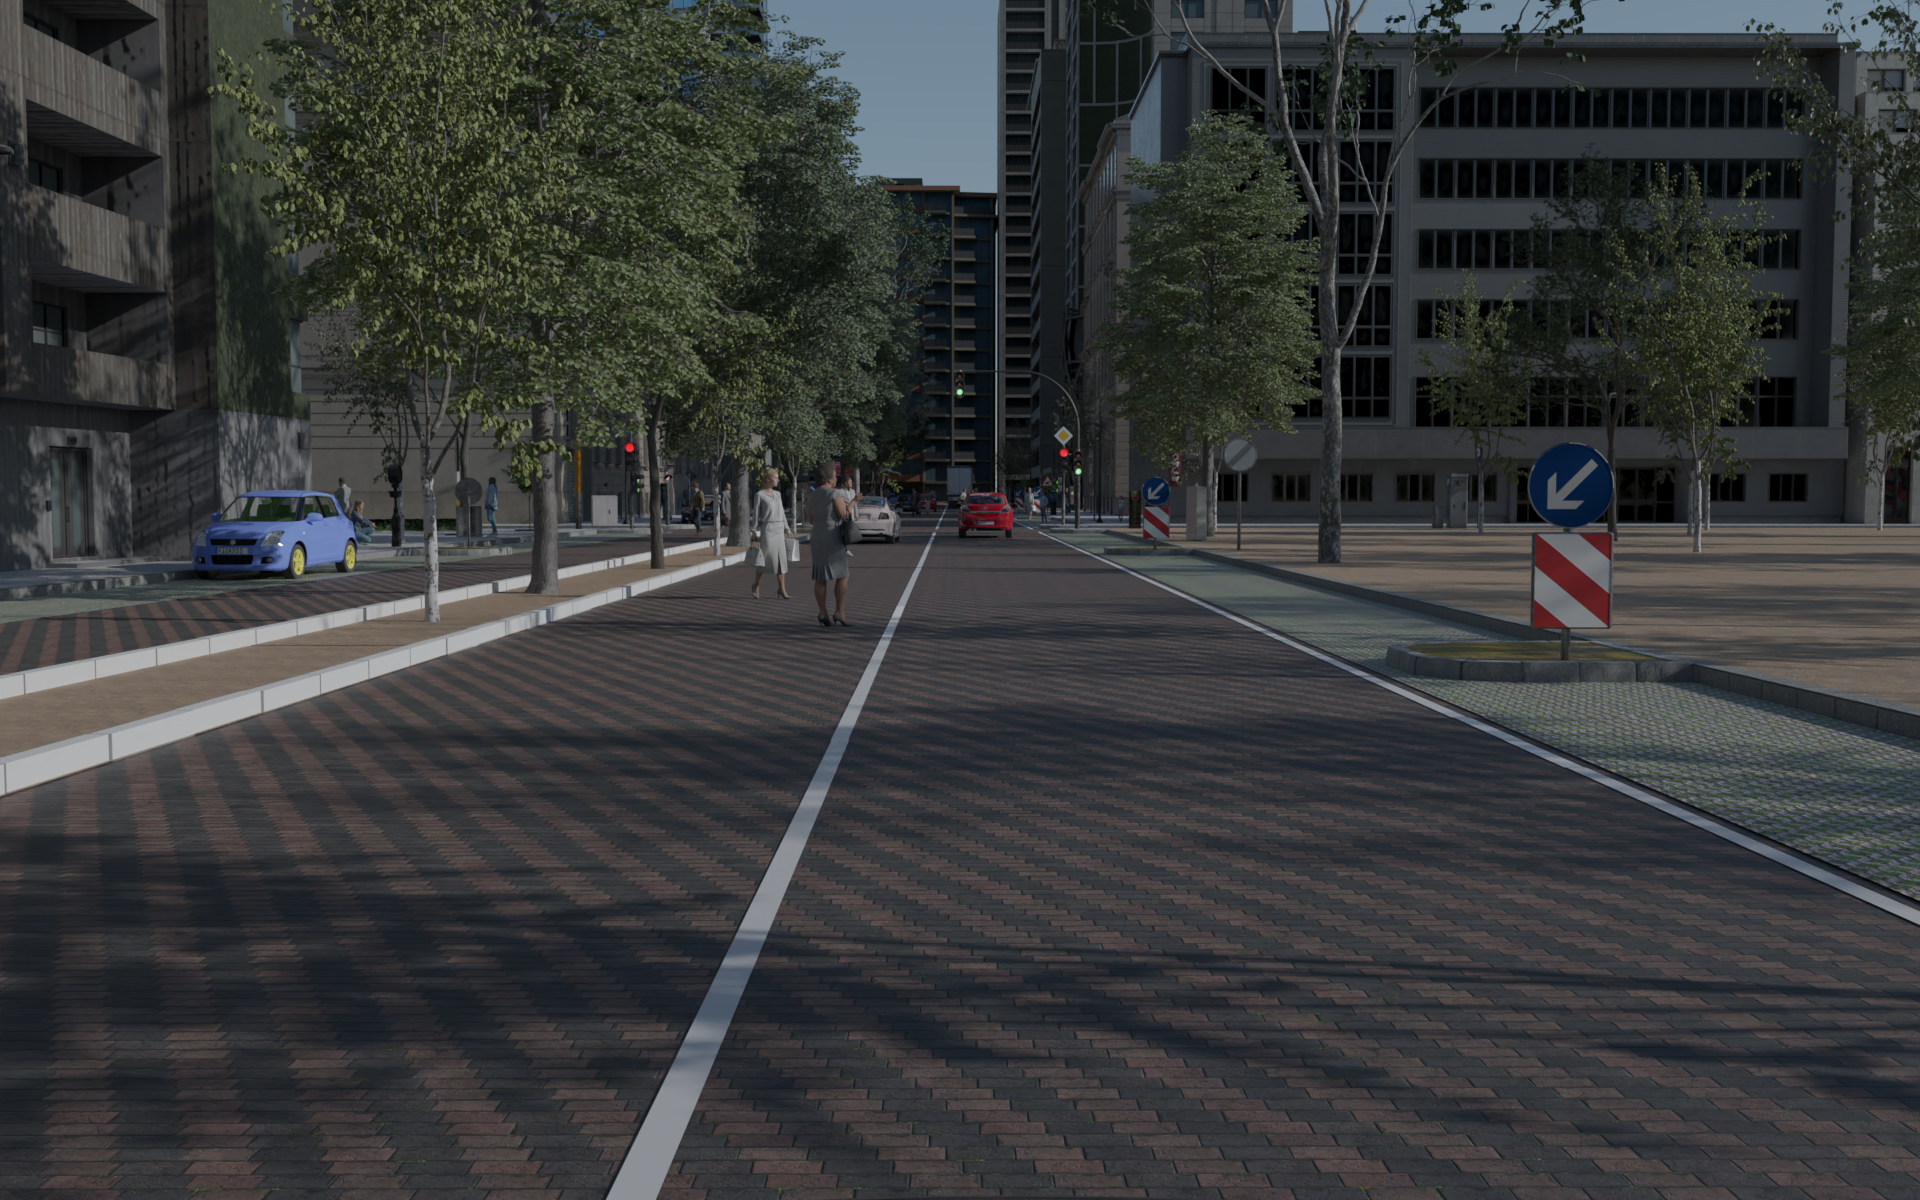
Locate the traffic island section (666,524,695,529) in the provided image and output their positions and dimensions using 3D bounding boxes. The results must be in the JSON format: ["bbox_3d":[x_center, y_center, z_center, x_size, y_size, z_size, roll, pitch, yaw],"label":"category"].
[{"bbox_3d":[-12.137,-3.028,71.793,2.009,0.180,2.903,0,4,0],"label":"traffic island section"}]

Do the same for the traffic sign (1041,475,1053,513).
[{"bbox_3d":[5.945,-7.190,117.564,0.884,2.594,0.081,0,4,1],"label":"traffic sign"}]

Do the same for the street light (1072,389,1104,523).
[{"bbox_3d":[5.674,-6.385,76.935,1.470,5.913,1.316,0,4,0],"label":"street light"}]

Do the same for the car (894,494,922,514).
[{"bbox_3d":[-3.694,-6.930,123.085,2.009,1.686,4.222,0,4,1],"label":"car"}]

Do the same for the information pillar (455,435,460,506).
[{"bbox_3d":[-18.630,-4.456,64.207,0.183,3.616,0.504,-2,4,-23],"label":"information pillar"}]

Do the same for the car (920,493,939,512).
[{"bbox_3d":[-2.789,-8.062,140.850,2.155,1.783,4.494,0,4,-1],"label":"car"}]

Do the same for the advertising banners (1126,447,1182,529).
[{"bbox_3d":[7.204,-4.151,64.063,2.074,3.025,0.090,0,4,2],"label":"advertising banners"}]

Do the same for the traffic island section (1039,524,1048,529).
[{"bbox_3d":[4.304,-3.032,71.860,2.009,0.180,2.903,0,4,0],"label":"traffic island section"}]

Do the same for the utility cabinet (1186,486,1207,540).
[{"bbox_3d":[6.554,-2.401,47.932,0.318,1.500,1.173,0,4,-6],"label":"utility cabinet"}]

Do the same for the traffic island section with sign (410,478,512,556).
[{"bbox_3d":[-11.674,-1.968,40.808,1.989,1.847,2.006,0,4,0],"label":"traffic island section with sign"}]

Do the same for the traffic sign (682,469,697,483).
[{"bbox_3d":[-14.071,-5.526,90.080,0.795,2.593,0.064,0,4,6],"label":"traffic sign"}]

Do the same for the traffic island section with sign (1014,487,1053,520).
[{"bbox_3d":[4.198,-5.431,97.429,1.989,1.847,2.006,0,4,0],"label":"traffic island section with sign"}]

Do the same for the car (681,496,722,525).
[{"bbox_3d":[-12.020,-4.212,81.443,1.945,1.354,3.894,0,4,0],"label":"car"}]

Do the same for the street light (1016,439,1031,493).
[{"bbox_3d":[5.424,-10.664,146.898,1.470,5.913,1.316,0,4,0],"label":"street light"}]

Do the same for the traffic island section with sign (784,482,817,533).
[{"bbox_3d":[-5.888,-3.421,64.069,2.006,1.907,1.989,0,4,0],"label":"traffic island section with sign"}]

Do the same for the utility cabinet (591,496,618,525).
[{"bbox_3d":[-14.580,-3.660,71.008,1.020,1.237,0.306,-1,4,-22],"label":"utility cabinet"}]

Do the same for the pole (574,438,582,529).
[{"bbox_3d":[-14.002,-4.259,63.482,0.158,3.312,0.155,0,3,0],"label":"pole"}]

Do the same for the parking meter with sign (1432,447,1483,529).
[{"bbox_3d":[18.502,-4.175,64.519,1.738,3.016,0.543,0,4,-2],"label":"parking meter with sign"}]

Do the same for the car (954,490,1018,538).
[{"bbox_3d":[0.858,-2.987,57.873,2.155,1.783,4.494,0,4,1],"label":"car"}]

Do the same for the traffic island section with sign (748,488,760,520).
[{"bbox_3d":[-11.919,-5.368,96.398,1.989,1.847,2.006,0,4,0],"label":"traffic island section with sign"}]

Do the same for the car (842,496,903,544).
[{"bbox_3d":[-2.774,-2.394,51.509,2.083,1.381,4.827,0,4,2],"label":"car"}]

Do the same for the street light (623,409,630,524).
[{"bbox_3d":[-13.563,-6.146,73.032,1.470,5.913,1.316,0,4,0],"label":"street light"}]

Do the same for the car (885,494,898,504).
[{"bbox_3d":[-8.763,-12.816,219.134,1.945,1.707,3.694,0,4,-1],"label":"car"}]

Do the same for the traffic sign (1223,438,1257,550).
[{"bbox_3d":[6.388,-2.416,39.604,0.768,2.556,0.104,0,4,4],"label":"traffic sign"}]

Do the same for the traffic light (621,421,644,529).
[{"bbox_3d":[-12.062,-4.572,63.674,0.839,4.253,0.868,0,4,0],"label":"traffic light"}]

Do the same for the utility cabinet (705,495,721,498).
[{"bbox_3d":[-14.131,-5.367,98.907,1.020,1.237,0.306,2,4,29],"label":"utility cabinet"}]

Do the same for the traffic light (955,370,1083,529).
[{"bbox_3d":[2.207,-5.440,63.610,4.771,5.953,1.251,0,4,0],"label":"traffic light"}]

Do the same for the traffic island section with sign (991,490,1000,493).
[{"bbox_3d":[3.740,-11.834,202.111,1.989,1.847,2.006,0,4,0],"label":"traffic island section with sign"}]

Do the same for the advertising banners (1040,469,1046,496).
[{"bbox_3d":[5.667,-7.491,118.664,0.090,3.025,2.074,0,4,-8],"label":"advertising banners"}]

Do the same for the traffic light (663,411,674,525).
[{"bbox_3d":[-10.006,-5.935,71.703,4.771,5.953,1.251,0,4,0],"label":"traffic light"}]

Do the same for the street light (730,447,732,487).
[{"bbox_3d":[-13.721,-8.274,107.826,1.470,5.913,1.316,0,4,0],"label":"street light"}]

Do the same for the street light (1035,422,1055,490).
[{"bbox_3d":[5.532,-8.513,111.730,1.470,5.913,1.316,0,4,0],"label":"street light"}]

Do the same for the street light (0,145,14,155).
[{"bbox_3d":[-13.300,-3.099,23.202,1.470,5.913,1.316,0,4,0],"label":"street light"}]

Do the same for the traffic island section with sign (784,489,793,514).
[{"bbox_3d":[-12.033,-7.017,123.353,1.989,1.847,2.006,0,4,0],"label":"traffic island section with sign"}]

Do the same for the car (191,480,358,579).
[{"bbox_3d":[-11.897,-1.257,30.138,1.945,1.707,3.694,0,4,1],"label":"car"}]

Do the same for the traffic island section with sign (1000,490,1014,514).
[{"bbox_3d":[4.074,-7.080,124.383,1.989,1.847,2.006,0,4,0],"label":"traffic island section with sign"}]

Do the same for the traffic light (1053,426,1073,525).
[{"bbox_3d":[4.264,-5.066,71.746,0.839,4.253,0.868,0,4,0],"label":"traffic light"}]

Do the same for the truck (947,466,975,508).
[{"bbox_3d":[0.073,-11.515,177.183,2.839,4.237,11.283,0,4,1],"label":"truck"}]

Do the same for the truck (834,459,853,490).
[{"bbox_3d":[-9.648,-9.277,140.587,2.839,4.237,11.283,0,4,-2],"label":"truck"}]

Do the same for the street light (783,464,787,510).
[{"bbox_3d":[-13.888,-10.409,142.734,1.470,5.913,1.316,0,4,0],"label":"street light"}]

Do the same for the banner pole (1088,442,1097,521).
[{"bbox_3d":[6.316,-5.674,82.787,0.401,3.779,0.863,-2,4,-26],"label":"banner pole"}]

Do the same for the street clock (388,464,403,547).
[{"bbox_3d":[-13.716,-2.295,42.101,0.358,2.002,0.471,0,4,-1],"label":"street clock"}]

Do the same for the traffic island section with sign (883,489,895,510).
[{"bbox_3d":[-6.249,-8.470,146.614,2.006,1.907,1.989,0,4,0],"label":"traffic island section with sign"}]

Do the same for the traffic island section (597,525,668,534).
[{"bbox_3d":[-12.103,-2.540,63.808,2.009,0.180,2.903,0,4,0],"label":"traffic island section"}]

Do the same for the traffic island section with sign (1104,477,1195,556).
[{"bbox_3d":[4.441,-1.979,40.983,1.989,1.847,2.006,0,4,0],"label":"traffic island section with sign"}]

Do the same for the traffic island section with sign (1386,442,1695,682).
[{"bbox_3d":[4.564,-0.330,14.028,1.989,1.847,2.006,0,4,0],"label":"traffic island section with sign"}]

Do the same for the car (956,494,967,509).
[{"bbox_3d":[0.637,-9.581,166.877,2.015,1.641,3.980,0,4,0],"label":"car"}]

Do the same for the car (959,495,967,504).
[{"bbox_3d":[1.056,-6.138,109.388,2.155,1.783,4.494,0,4,-2],"label":"car"}]

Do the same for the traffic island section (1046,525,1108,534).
[{"bbox_3d":[4.339,-2.544,63.875,2.009,0.180,2.903,0,4,0],"label":"traffic island section"}]

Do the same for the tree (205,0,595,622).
[{"bbox_3d":[-5.858,-4.039,18.854,4.737,8.622,4.395,0,3,0],"label":"tree"}]
